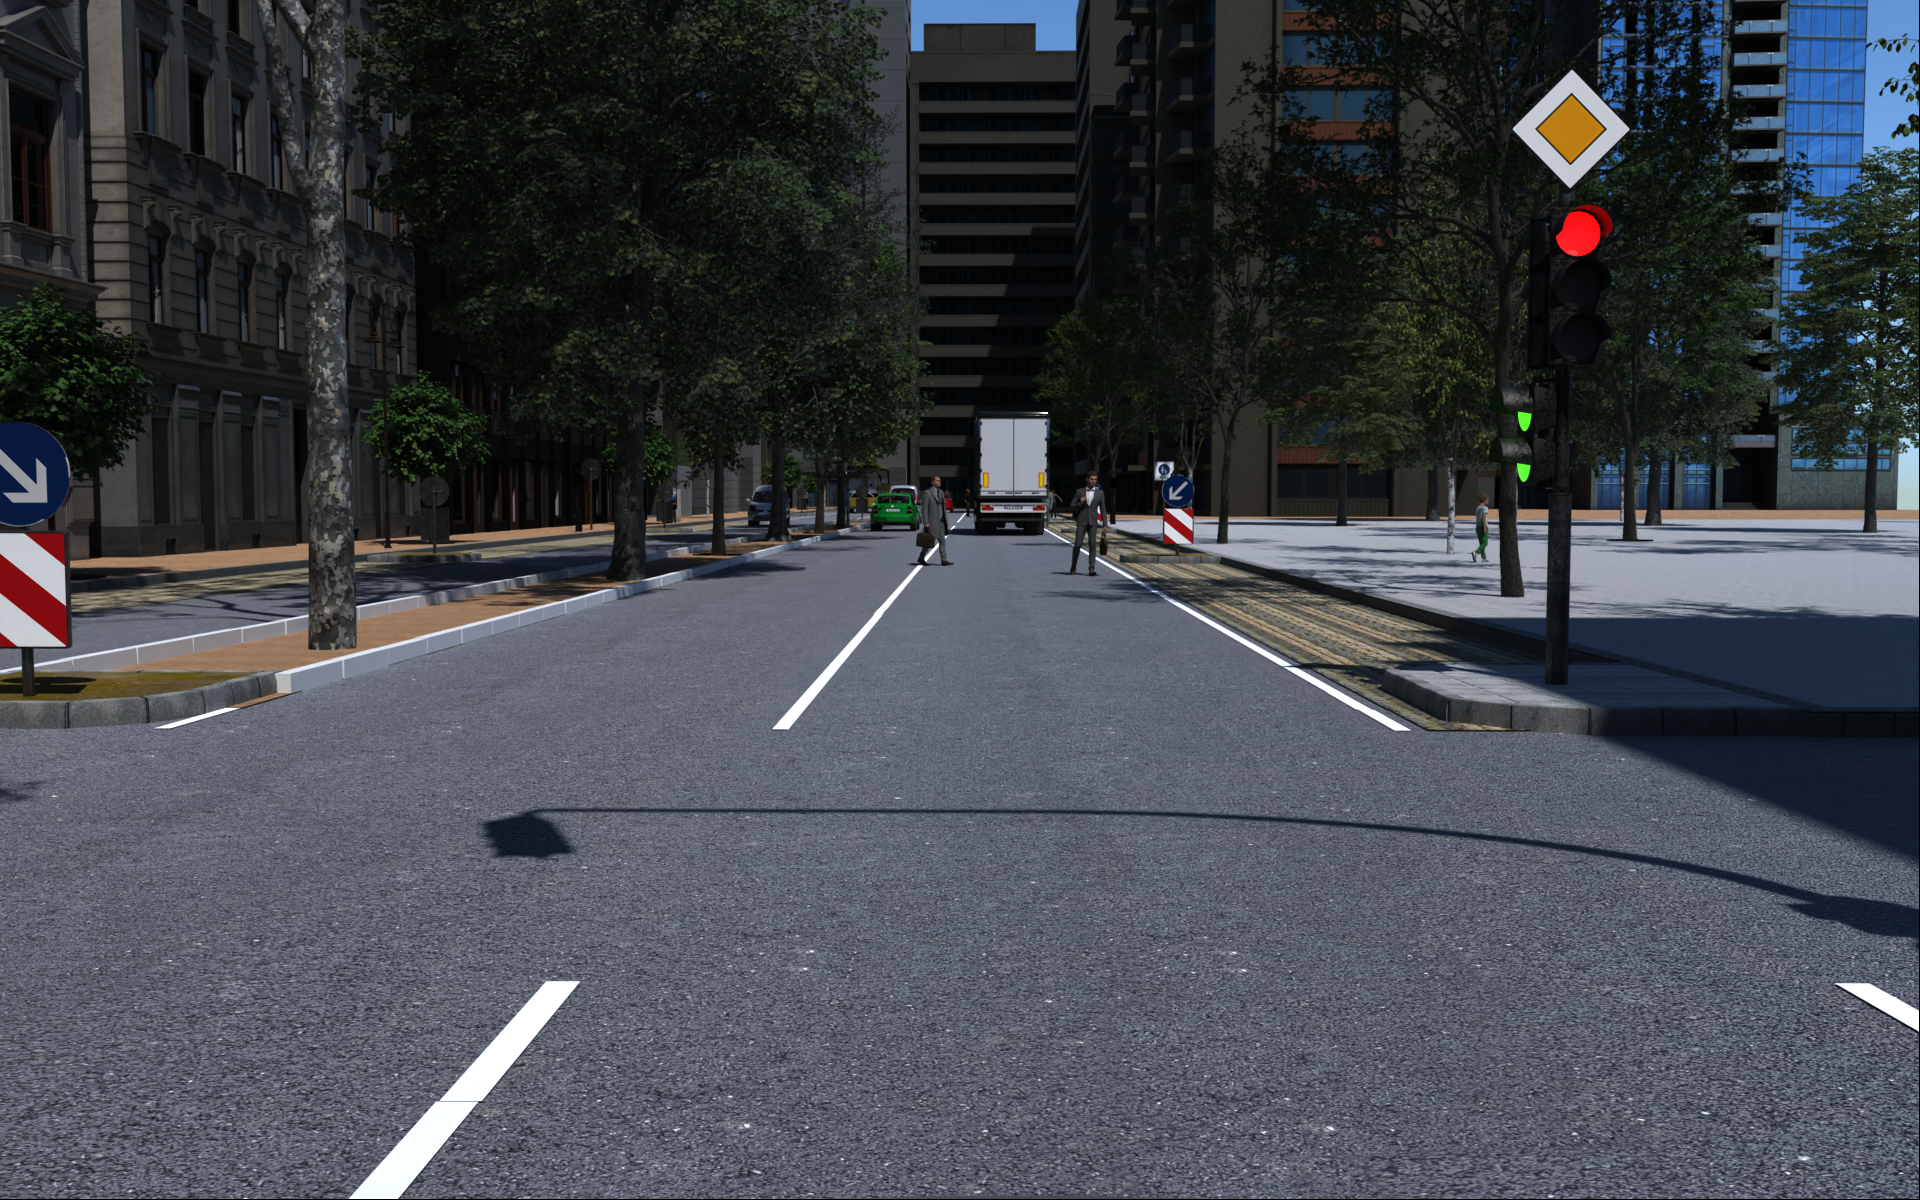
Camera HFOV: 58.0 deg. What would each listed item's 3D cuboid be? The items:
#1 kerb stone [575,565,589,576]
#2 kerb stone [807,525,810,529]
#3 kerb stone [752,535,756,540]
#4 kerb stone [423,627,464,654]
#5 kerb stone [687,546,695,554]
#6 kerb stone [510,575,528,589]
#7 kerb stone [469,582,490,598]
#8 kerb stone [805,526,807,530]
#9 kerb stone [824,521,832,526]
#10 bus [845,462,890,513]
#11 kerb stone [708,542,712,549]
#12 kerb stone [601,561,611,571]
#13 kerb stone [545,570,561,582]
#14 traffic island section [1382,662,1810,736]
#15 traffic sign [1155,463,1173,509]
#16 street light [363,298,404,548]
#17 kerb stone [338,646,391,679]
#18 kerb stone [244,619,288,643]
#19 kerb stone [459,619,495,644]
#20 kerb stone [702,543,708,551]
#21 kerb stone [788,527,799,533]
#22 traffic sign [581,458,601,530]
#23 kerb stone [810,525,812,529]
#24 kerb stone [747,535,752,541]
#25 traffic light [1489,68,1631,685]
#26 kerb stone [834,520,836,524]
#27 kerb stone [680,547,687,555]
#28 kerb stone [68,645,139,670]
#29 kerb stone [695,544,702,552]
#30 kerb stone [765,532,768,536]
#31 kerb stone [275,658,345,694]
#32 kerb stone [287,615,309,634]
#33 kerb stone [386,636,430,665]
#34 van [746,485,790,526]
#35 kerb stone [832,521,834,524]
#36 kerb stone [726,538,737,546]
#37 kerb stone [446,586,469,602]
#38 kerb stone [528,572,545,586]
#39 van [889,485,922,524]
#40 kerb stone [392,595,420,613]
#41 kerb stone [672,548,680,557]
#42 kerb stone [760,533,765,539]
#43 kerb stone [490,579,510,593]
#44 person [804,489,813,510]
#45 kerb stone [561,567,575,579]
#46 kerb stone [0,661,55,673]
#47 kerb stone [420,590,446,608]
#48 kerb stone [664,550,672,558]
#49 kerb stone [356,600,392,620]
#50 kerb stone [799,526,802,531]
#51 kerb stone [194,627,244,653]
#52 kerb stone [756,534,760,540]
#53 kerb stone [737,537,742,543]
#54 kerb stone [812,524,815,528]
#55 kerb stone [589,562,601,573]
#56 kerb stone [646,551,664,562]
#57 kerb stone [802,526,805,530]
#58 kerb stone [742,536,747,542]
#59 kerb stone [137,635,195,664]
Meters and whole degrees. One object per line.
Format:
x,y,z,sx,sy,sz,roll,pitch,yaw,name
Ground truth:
-6.727,-0.495,30.340,0.120,0.150,1.000,0,4,1,kerb stone
-6.226,-2.882,69.321,0.120,0.150,1.000,0,4,1,kerb stone
-6.425,-1.880,52.926,0.120,0.150,1.000,0,4,1,kerb stone
-4.804,0.381,15.959,0.120,0.150,1.000,0,4,1,kerb stone
-6.577,-1.190,41.644,0.120,0.150,1.000,0,4,1,kerb stone
-6.771,-0.247,26.237,0.120,0.150,1.000,0,4,1,kerb stone
-6.799,-0.118,24.184,0.120,0.150,1.000,0,4,1,kerb stone
-6.235,-2.820,68.299,0.120,0.150,1.000,0,4,1,kerb stone
-6.086,-3.508,79.578,0.120,0.150,1.000,0,4,1,kerb stone
-7.054,-8.659,133.122,2.896,3.916,12.252,0,4,1,bus
-6.536,-1.377,44.711,0.120,0.150,1.000,0,4,1,kerb stone
-6.692,-0.622,32.394,0.120,0.150,1.000,0,4,1,kerb stone
-6.746,-0.372,28.283,0.120,0.150,1.000,0,4,1,kerb stone
4.058,0.646,11.723,2.009,0.180,2.903,0,4,1,traffic island section
6.482,-3.237,55.047,0.606,2.300,0.079,0,4,8,traffic sign
-13.598,-4.172,40.995,0.468,5.910,1.993,0,4,1,street light
-4.819,0.507,13.907,0.120,0.150,1.000,0,4,1,kerb stone
-6.892,0.322,17.017,0.120,0.150,1.000,0,4,1,kerb stone
-4.788,0.319,16.981,0.120,0.150,1.000,0,4,1,kerb stone
-6.548,-1.312,43.688,0.120,0.150,1.000,0,4,1,kerb stone
-6.272,-2.632,65.223,0.120,0.150,1.000,0,4,1,kerb stone
-13.184,-3.777,61.859,0.768,2.556,0.104,1,4,9,traffic sign
-6.204,-2.941,70.355,0.120,0.150,1.000,0,4,1,kerb stone
-6.445,-1.814,51.897,0.120,0.150,1.000,0,4,1,kerb stone
4.019,-1.388,11.610,0.839,4.253,0.868,0,4,1,traffic light
-6.064,-3.635,81.633,0.120,0.150,1.000,0,4,1,kerb stone
-6.597,-1.121,40.620,0.120,0.150,1.000,0,4,1,kerb stone
-6.931,0.505,13.935,0.120,0.150,1.000,0,4,1,kerb stone
-6.555,-1.252,42.666,0.120,0.150,1.000,0,4,1,kerb stone
-6.399,-2.067,55.995,0.120,0.150,1.000,0,4,1,kerb stone
-4.839,0.571,12.885,0.120,0.150,1.000,0,4,1,kerb stone
-6.871,0.254,18.038,0.120,0.150,1.000,0,4,1,kerb stone
-4.815,0.449,14.935,0.120,0.150,1.000,0,4,1,kerb stone
-8.633,-4.364,78.358,2.013,2.044,4.112,0,4,-1,van
-6.079,-3.567,80.611,0.120,0.150,1.000,0,4,1,kerb stone
-6.487,-1.628,48.813,0.120,0.150,1.000,0,4,1,kerb stone
-6.813,-0.055,23.162,0.120,0.150,1.000,0,4,1,kerb stone
-6.755,-0.310,27.261,0.120,0.150,1.000,0,4,1,kerb stone
-2.678,-4.703,83.897,2.013,2.044,4.112,0,4,0,van
-6.833,0.066,21.110,0.120,0.150,1.000,0,4,1,kerb stone
-6.605,-1.064,39.594,0.120,0.150,1.000,0,4,1,kerb stone
-6.400,-2.005,54.970,0.120,0.150,1.000,0,4,1,kerb stone
-6.793,-0.185,25.215,0.120,0.150,1.000,0,4,1,kerb stone
-12.421,-8.151,140.096,1.217,1.735,0.721,-3,5,-39,person
-6.732,-0.430,29.310,0.120,0.150,1.000,0,4,1,kerb stone
-6.940,0.571,12.913,0.120,0.150,1.000,0,4,1,kerb stone
-6.820,0.004,22.132,0.120,0.150,1.000,0,4,1,kerb stone
-6.613,-1.002,38.572,0.120,0.150,1.000,0,4,1,kerb stone
-6.844,0.129,20.084,0.120,0.150,1.000,0,4,1,kerb stone
-6.270,-2.692,66.249,0.120,0.150,1.000,0,4,1,kerb stone
-6.907,0.379,15.994,0.120,0.150,1.000,0,4,1,kerb stone
-6.424,-1.936,53.949,0.120,0.150,1.000,0,4,1,kerb stone
-6.476,-1.683,49.836,0.120,0.150,1.000,0,4,1,kerb stone
-6.197,-3.007,71.377,0.120,0.150,1.000,0,4,1,kerb stone
-6.713,-0.555,31.362,0.120,0.150,1.000,0,4,1,kerb stone
-6.627,-0.938,37.539,0.120,0.150,1.000,0,4,1,kerb stone
-6.248,-2.752,67.273,0.120,0.150,1.000,0,4,1,kerb stone
-6.458,-1.751,50.865,0.120,0.150,1.000,0,4,1,kerb stone
-6.916,0.442,14.962,0.120,0.150,1.000,0,4,1,kerb stone
